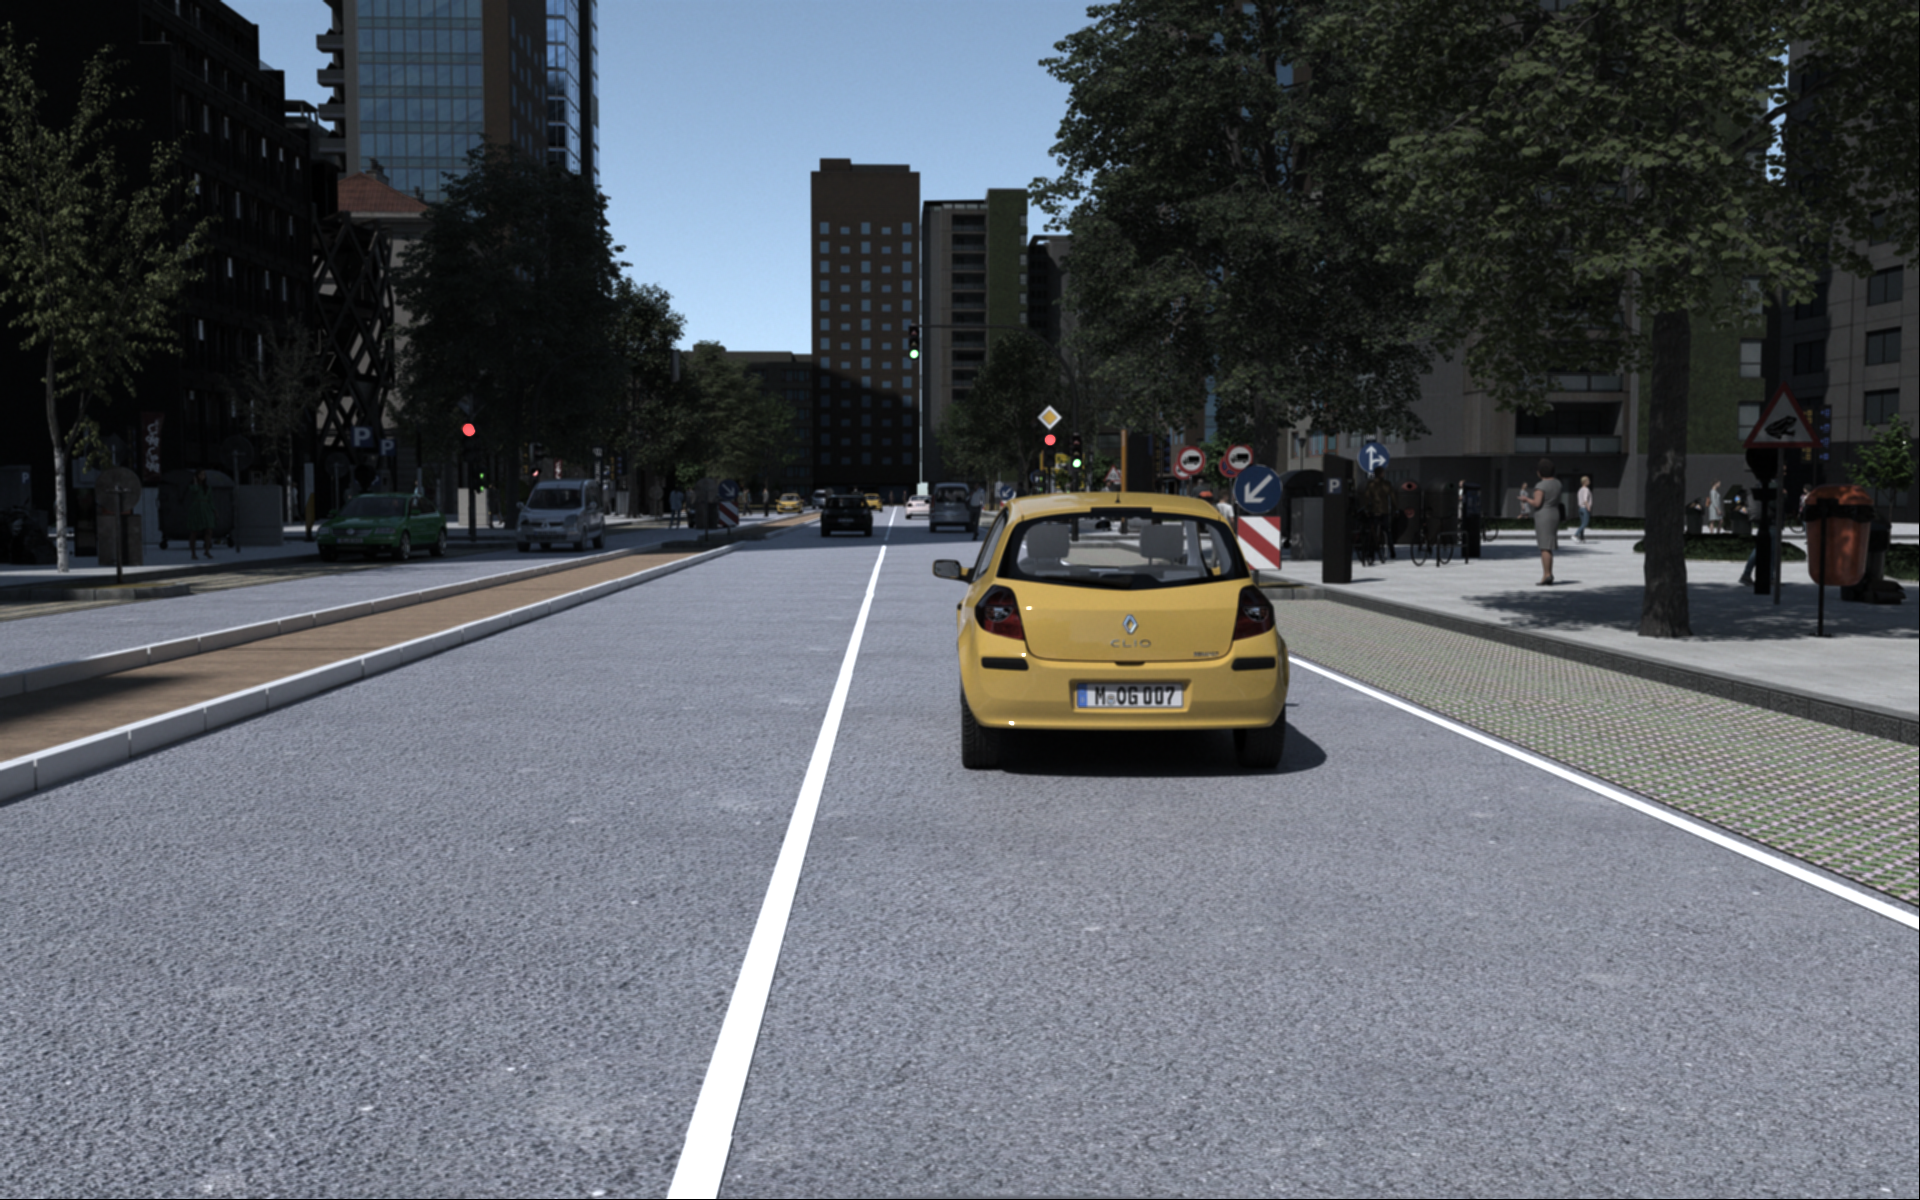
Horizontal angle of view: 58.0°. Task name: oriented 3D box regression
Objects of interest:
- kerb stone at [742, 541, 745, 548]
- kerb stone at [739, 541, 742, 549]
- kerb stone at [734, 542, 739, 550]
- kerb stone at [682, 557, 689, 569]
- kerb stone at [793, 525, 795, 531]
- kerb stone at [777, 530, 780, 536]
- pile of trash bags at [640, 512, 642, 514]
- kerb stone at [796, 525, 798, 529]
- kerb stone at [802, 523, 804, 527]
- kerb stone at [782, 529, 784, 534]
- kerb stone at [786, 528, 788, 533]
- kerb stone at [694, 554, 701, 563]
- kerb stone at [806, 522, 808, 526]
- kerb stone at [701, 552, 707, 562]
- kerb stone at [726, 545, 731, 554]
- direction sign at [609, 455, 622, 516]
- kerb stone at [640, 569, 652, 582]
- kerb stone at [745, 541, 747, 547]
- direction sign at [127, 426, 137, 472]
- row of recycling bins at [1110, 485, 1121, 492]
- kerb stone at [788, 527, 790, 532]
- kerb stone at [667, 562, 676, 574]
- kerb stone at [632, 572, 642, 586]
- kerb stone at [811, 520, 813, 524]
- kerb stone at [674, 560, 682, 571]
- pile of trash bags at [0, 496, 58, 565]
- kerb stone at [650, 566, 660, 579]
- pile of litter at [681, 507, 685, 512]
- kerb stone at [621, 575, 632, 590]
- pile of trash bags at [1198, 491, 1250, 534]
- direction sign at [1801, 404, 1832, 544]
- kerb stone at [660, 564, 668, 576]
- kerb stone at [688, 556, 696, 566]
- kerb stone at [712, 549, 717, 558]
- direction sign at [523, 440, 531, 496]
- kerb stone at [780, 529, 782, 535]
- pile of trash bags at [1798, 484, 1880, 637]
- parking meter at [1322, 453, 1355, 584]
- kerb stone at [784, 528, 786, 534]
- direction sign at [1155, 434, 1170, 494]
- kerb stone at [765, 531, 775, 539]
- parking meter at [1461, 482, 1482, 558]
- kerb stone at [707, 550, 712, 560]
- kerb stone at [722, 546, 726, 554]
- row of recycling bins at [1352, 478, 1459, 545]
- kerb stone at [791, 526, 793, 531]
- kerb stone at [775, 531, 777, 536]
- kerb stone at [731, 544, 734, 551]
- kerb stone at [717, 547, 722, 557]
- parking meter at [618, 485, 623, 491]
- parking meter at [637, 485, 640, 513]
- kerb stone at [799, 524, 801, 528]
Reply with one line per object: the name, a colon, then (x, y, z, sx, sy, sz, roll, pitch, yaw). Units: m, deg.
kerb stone: (-5.839, -1.433, 45.742, 0.120, 0.150, 1.000, 0, 4, -2)
kerb stone: (-5.793, -1.378, 44.721, 0.120, 0.150, 1.000, 0, 4, -2)
kerb stone: (-5.755, -1.311, 43.689, 0.120, 0.150, 1.000, 0, 4, -2)
kerb stone: (-5.404, -0.686, 33.459, 0.120, 0.150, 1.000, 0, 4, -2)
kerb stone: (-6.567, -2.725, 66.794, 0.120, 0.150, 1.000, 0, 4, -2)
kerb stone: (-6.273, -2.224, 58.594, 0.120, 0.150, 1.000, 0, 4, -2)
pile of trash bags: (-21.118, -6.354, 113.638, 1.912, 1.369, 3.447, -2, 4, -26)
kerb stone: (-6.628, -2.853, 68.837, 0.120, 0.150, 1.000, 0, 4, -2)
kerb stone: (-6.777, -3.104, 72.938, 0.120, 0.150, 1.000, 0, 4, -2)
kerb stone: (-6.352, -2.352, 60.650, 0.120, 0.150, 1.000, 0, 4, -2)
kerb stone: (-6.410, -2.477, 62.694, 0.120, 0.150, 1.000, 0, 4, -2)
kerb stone: (-5.472, -0.814, 35.501, 0.120, 0.150, 1.000, 0, 4, -2)
kerb stone: (-6.888, -3.287, 76.010, 0.120, 0.150, 1.000, 0, 4, -2)
kerb stone: (-5.509, -0.874, 36.523, 0.120, 0.150, 1.000, 0, 4, -2)
kerb stone: (-5.681, -1.190, 41.644, 0.120, 0.150, 1.000, 0, 4, -2)
direction sign: (-20.152, -6.693, 101.431, 0.876, 3.537, 0.379, 2, 4, 24)
kerb stone: (-5.223, -0.376, 28.345, 0.120, 0.150, 1.000, 0, 4, -2)
kerb stone: (-5.868, -1.499, 46.764, 0.120, 0.150, 1.000, 0, 4, -2)
direction sign: (-27.642, -4.029, 57.867, 0.379, 3.537, 0.876, -1, 4, -10)
row of recycling bins: (7.622, -4.642, 83.005, 1.069, 1.692, 3.534, 1, 4, 13)
kerb stone: (-6.455, -2.532, 63.716, 0.120, 0.150, 1.000, 0, 4, -2)
kerb stone: (-5.324, -0.561, 31.412, 0.120, 0.150, 1.000, 0, 4, -2)
kerb stone: (-5.186, -0.305, 27.318, 0.120, 0.150, 1.000, 0, 4, -2)
kerb stone: (-7.022, -3.542, 80.106, 0.120, 0.150, 1.000, 0, 4, -2)
kerb stone: (-5.369, -0.626, 32.436, 0.120, 0.150, 1.000, 0, 4, -2)
pile of trash bags: (-17.161, -1.362, 32.027, 3.447, 1.369, 1.912, -2, 4, -28)
kerb stone: (-5.258, -0.439, 29.369, 0.120, 0.150, 1.000, 0, 4, -2)
pile of litter: (-19.903, -6.942, 127.468, 1.719, 0.858, 1.176, 2, 4, 35)
kerb stone: (-5.150, -0.244, 26.296, 0.120, 0.150, 1.000, 0, 4, -2)
pile of trash bags: (8.509, -2.861, 56.531, 1.912, 1.369, 3.447, -1, 4, -13)
direction sign: (21.818, -3.193, 44.204, 0.379, 3.537, 0.876, -1, 4, -22)
kerb stone: (-5.293, -0.501, 30.391, 0.120, 0.150, 1.000, 0, 4, -2)
kerb stone: (-5.431, -0.747, 34.480, 0.120, 0.150, 1.000, 0, 4, -2)
kerb stone: (-5.584, -0.998, 38.565, 0.120, 0.150, 1.000, 0, 4, -2)
direction sign: (-17.823, -4.881, 71.805, 0.876, 3.537, 0.379, 3, 4, 37)
kerb stone: (-6.312, -2.289, 59.622, 0.120, 0.150, 1.000, 0, 4, -2)
pile of trash bags: (8.809, -0.299, 14.635, 1.912, 1.369, 3.447, -3, 4, -37)
parking meter: (5.426, -1.169, 24.820, 0.399, 1.863, 0.255, 3, 4, 38)
kerb stone: (-6.388, -2.414, 61.672, 0.120, 0.150, 1.000, 0, 4, -2)
direction sign: (7.620, -4.497, 65.519, 0.876, 3.537, 0.379, -3, 4, -37)
kerb stone: (-6.211, -2.099, 56.540, 0.120, 0.150, 1.000, 0, 4, -2)
parking meter: (10.373, -1.634, 35.128, 0.372, 1.533, 0.369, 0, 3, 0)
kerb stone: (-5.541, -0.938, 37.544, 0.120, 0.150, 1.000, 0, 4, -2)
kerb stone: (-5.654, -1.121, 40.613, 0.120, 0.150, 1.000, 0, 4, -2)
row of recycling bins: (10.846, -2.249, 43.885, 3.534, 1.692, 1.069, 0, 4, -6)
kerb stone: (-6.524, -2.665, 65.772, 0.120, 0.150, 1.000, 0, 4, -2)
kerb stone: (-6.247, -2.161, 57.567, 0.120, 0.150, 1.000, 0, 4, -2)
kerb stone: (-5.729, -1.252, 42.665, 0.120, 0.150, 1.000, 0, 4, -2)
kerb stone: (-5.618, -1.064, 39.590, 0.120, 0.150, 1.000, 0, 4, -2)
parking meter: (-21.812, -6.458, 111.298, 0.255, 1.863, 0.399, -2, 4, -27)
parking meter: (-18.860, -5.822, 100.909, 0.399, 1.863, 0.255, 1, 4, 14)
kerb stone: (-6.703, -2.978, 70.893, 0.120, 0.150, 1.000, 0, 4, -2)
